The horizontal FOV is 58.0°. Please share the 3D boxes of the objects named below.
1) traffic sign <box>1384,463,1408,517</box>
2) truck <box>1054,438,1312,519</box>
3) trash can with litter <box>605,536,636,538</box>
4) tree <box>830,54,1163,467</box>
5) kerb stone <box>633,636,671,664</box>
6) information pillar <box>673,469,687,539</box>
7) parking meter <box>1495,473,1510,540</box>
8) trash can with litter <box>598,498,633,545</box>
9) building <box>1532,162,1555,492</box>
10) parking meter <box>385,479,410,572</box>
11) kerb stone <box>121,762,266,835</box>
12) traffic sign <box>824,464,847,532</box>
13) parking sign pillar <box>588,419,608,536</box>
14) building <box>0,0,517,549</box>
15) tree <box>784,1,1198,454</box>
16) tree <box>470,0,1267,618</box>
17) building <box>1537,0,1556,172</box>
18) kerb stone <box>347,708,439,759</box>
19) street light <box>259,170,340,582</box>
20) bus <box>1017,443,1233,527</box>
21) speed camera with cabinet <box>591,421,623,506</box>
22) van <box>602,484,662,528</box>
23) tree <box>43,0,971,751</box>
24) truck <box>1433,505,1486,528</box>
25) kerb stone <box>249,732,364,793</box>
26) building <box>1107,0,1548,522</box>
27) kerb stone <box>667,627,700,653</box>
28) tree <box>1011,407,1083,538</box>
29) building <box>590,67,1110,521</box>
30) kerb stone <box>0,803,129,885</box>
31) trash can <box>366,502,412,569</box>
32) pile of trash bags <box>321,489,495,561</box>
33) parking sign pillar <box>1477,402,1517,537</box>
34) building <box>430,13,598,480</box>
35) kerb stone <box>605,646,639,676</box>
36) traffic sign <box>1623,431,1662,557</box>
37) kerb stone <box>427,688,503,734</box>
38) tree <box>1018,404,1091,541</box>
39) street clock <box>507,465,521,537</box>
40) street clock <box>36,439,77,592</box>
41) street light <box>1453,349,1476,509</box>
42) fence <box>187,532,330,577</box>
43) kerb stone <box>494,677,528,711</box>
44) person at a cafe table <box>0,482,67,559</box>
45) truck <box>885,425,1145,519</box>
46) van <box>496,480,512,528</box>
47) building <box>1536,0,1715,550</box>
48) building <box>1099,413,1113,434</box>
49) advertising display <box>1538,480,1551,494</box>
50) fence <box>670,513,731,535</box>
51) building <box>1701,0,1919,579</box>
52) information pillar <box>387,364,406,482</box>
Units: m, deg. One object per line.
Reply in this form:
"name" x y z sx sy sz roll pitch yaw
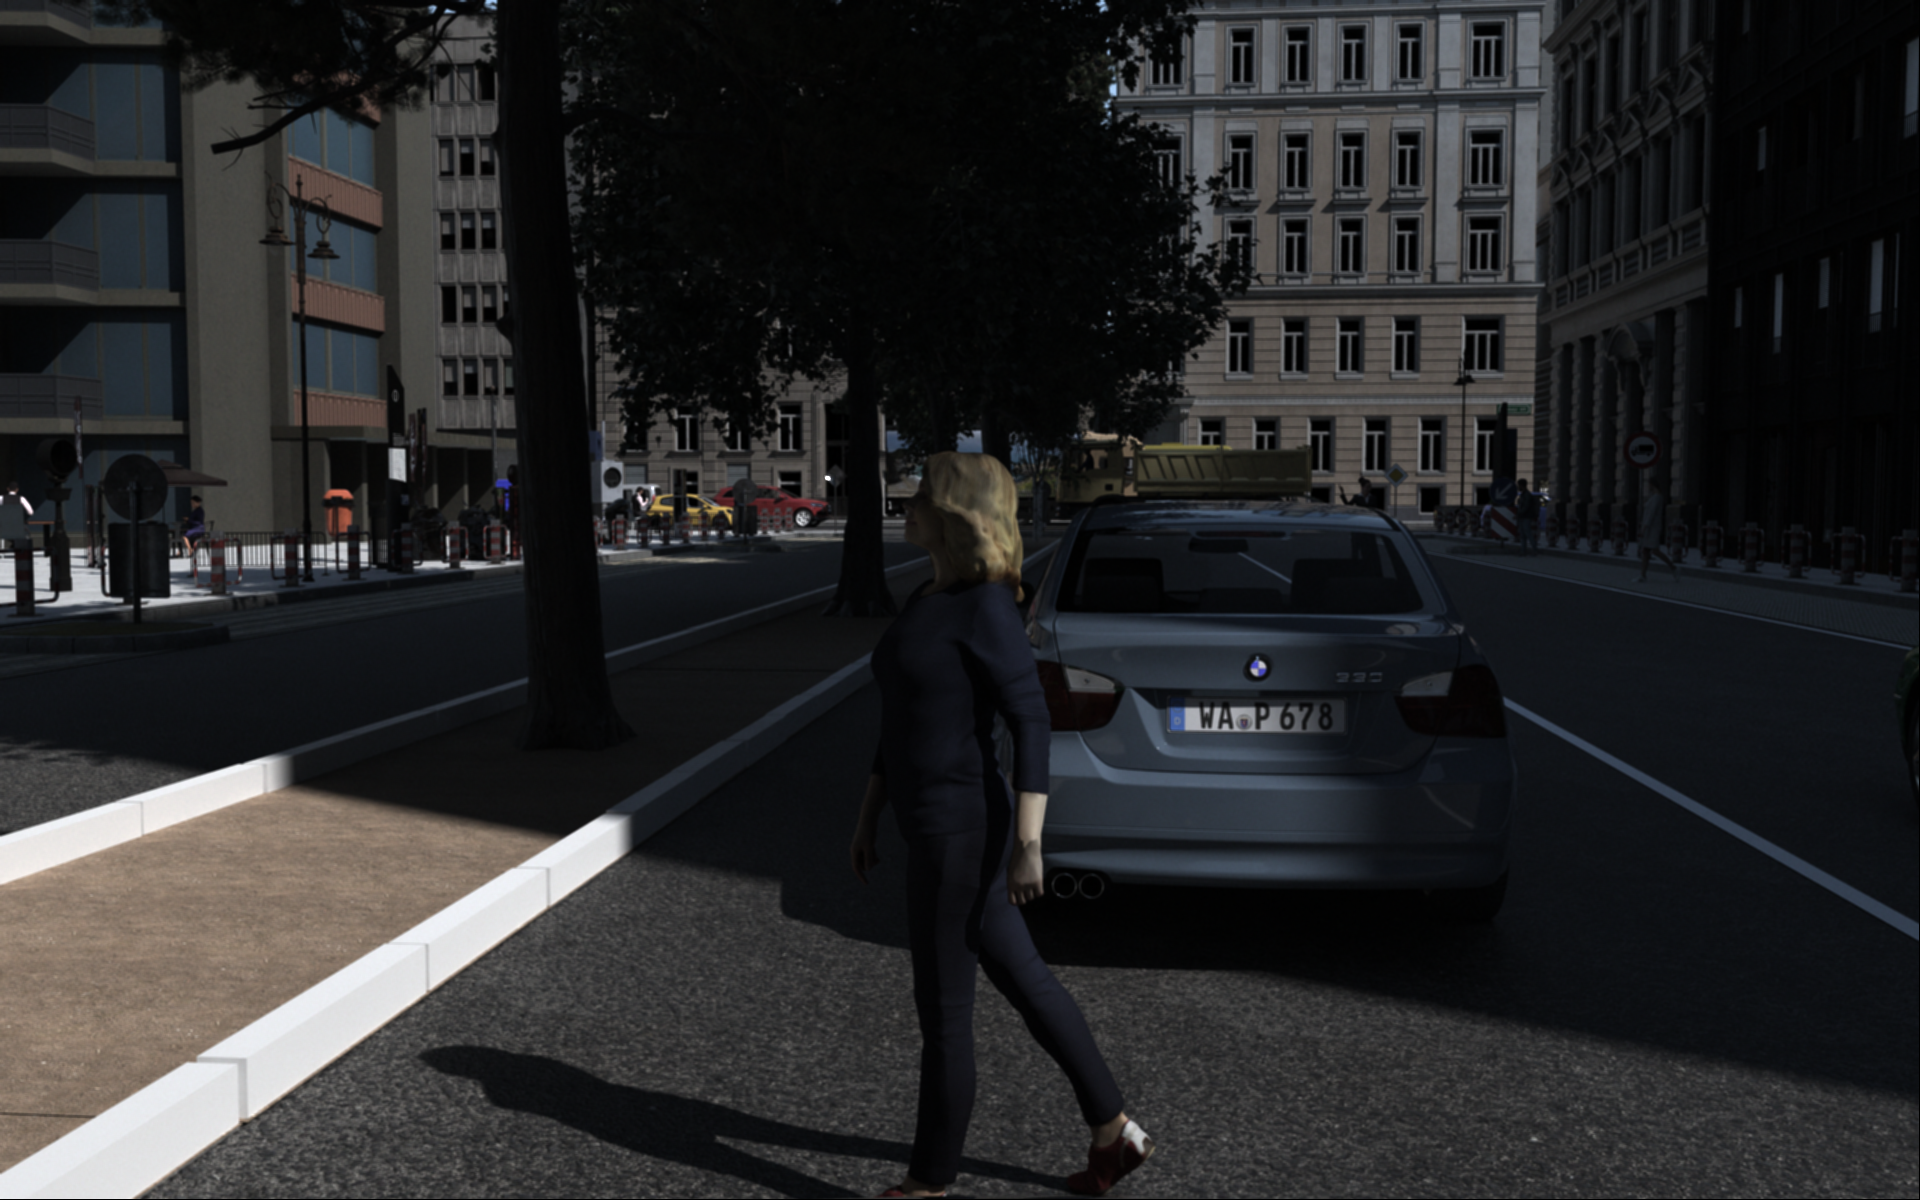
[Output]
"traffic sign" 14.206 -3.233 56.495 0.795 2.450 0.064 0 4 6
"truck" 7.436 -4.021 61.662 9.791 3.379 3.469 0 4 5
"trash can with litter" -10.582 -2.405 50.382 2.233 1.210 1.678 0 4 -1
"tree" 0.647 -6.821 36.039 6.751 12.117 7.091 0 3 0
"kerb stone" -2.699 0.451 14.886 0.120 0.150 1.000 0 4 6
"information pillar" -8.096 -2.788 50.075 0.304 2.012 0.304 1 4 14
"parking meter" 15.144 -2.613 48.426 0.399 1.863 0.255 1 4 13
"trash can with litter" -8.942 -2.010 44.257 0.624 1.170 1.055 3 5 43
"building" 39.858 -14.829 84.258 24.055 21.916 13.314 0 4 6
"parking meter" -9.255 -1.230 28.525 0.372 1.533 0.369 0 3 0
"kerb stone" -3.418 0.885 7.728 0.120 0.150 1.000 0 4 6
"traffic sign" -4.194 -3.346 58.354 0.795 2.450 0.064 0 4 6
"parking sign pillar" -11.399 -3.984 53.617 1.447 3.967 1.447 0 4 -2
"building" -29.006 -24.023 47.408 28.867 44.769 22.147 0 4 6
"tree" -0.196 -5.627 28.870 8.767 10.594 7.601 0 4 6
"tree" -1.130 -6.159 20.165 9.611 12.733 9.660 0 3 0
"building" 71.450 -40.186 199.048 28.212 58.520 21.231 0 4 6
"kerb stone" -3.210 0.760 9.767 0.120 0.150 1.000 0 4 6
"street light" -9.541 -3.204 25.179 0.468 5.910 1.993 0 4 6
"bus" 5.857 -5.215 76.806 12.252 3.916 2.896 0 4 4
"speed camera with cabinet" -10.017 -3.175 46.242 2.038 3.252 0.660 -3 5 -42
"van" -14.650 -4.060 73.388 4.112 2.044 2.013 0 4 4
"tree" -2.413 -6.107 9.726 7.806 13.903 7.818 0 3 0
"truck" 29.263 -4.976 71.111 18.799 4.110 2.967 0 4 7
"kerb stone" -3.305 0.823 8.747 0.120 0.150 1.000 0 4 6
"building" 17.433 -18.363 86.141 20.117 28.700 13.634 0 4 6
"kerb stone" -2.594 0.390 15.914 0.120 0.150 1.000 0 4 6
"tree" 2.596 -6.324 56.216 4.360 8.622 3.978 0 3 0
"building" -5.109 -17.782 87.993 25.104 27.353 12.463 0 4 6
"kerb stone" -3.512 0.947 6.708 0.120 0.150 1.000 0 4 6
"trash can" -9.794 -1.107 29.746 0.748 1.137 0.748 0 3 0
"pile of trash bags" -10.666 -1.474 33.859 3.447 1.369 1.912 -1 4 -13
"parking sign pillar" 16.211 -3.862 51.617 1.447 3.967 1.447 0 4 6
"building" -27.497 -16.665 90.494 19.932 24.808 12.078 0 4 6
"kerb stone" -2.792 0.510 13.864 0.120 0.150 1.000 0 4 6
"traffic sign" 13.758 -2.134 34.993 0.768 2.556 0.104 0 4 7
"kerb stone" -3.102 0.698 10.786 0.120 0.150 1.000 0 4 6
"tree" 2.292 -6.041 51.584 4.737 8.622 4.395 0 3 0
"street clock" -10.907 -2.327 42.624 0.471 2.002 0.358 3 5 43
"street clock" -11.846 -1.113 22.766 0.358 2.002 0.471 1 4 16
"street light" 16.105 -5.055 55.435 0.468 5.910 1.993 0 4 6
"fence" -10.964 -0.716 27.089 2.069 0.683 0.278 -1 4 -13
"kerb stone" -2.999 0.636 11.809 0.120 0.150 1.000 0 4 6
"person at a cafe table" -19.013 -1.613 34.895 1.698 1.524 1.622 -2 4 -23
"truck" 2.661 -5.028 71.114 11.283 4.237 2.839 0 4 7
"van" -20.951 -4.201 73.071 5.245 2.365 2.240 0 4 7
"building" 22.340 -13.178 44.337 11.050 23.489 19.941 0 4 6
"building" 16.592 -25.030 254.284 28.899 21.520 27.650 0 4 6
"advertising display" 26.712 -4.500 78.796 0.974 1.923 0.123 -1 4 -22
"fence" -8.185 -2.384 54.350 2.069 0.683 0.278 -2 4 -32
"building" 20.610 -12.042 26.570 12.332 23.373 15.834 0 4 6
"information pillar" -10.243 -2.456 31.506 0.183 3.616 0.504 1 4 10
